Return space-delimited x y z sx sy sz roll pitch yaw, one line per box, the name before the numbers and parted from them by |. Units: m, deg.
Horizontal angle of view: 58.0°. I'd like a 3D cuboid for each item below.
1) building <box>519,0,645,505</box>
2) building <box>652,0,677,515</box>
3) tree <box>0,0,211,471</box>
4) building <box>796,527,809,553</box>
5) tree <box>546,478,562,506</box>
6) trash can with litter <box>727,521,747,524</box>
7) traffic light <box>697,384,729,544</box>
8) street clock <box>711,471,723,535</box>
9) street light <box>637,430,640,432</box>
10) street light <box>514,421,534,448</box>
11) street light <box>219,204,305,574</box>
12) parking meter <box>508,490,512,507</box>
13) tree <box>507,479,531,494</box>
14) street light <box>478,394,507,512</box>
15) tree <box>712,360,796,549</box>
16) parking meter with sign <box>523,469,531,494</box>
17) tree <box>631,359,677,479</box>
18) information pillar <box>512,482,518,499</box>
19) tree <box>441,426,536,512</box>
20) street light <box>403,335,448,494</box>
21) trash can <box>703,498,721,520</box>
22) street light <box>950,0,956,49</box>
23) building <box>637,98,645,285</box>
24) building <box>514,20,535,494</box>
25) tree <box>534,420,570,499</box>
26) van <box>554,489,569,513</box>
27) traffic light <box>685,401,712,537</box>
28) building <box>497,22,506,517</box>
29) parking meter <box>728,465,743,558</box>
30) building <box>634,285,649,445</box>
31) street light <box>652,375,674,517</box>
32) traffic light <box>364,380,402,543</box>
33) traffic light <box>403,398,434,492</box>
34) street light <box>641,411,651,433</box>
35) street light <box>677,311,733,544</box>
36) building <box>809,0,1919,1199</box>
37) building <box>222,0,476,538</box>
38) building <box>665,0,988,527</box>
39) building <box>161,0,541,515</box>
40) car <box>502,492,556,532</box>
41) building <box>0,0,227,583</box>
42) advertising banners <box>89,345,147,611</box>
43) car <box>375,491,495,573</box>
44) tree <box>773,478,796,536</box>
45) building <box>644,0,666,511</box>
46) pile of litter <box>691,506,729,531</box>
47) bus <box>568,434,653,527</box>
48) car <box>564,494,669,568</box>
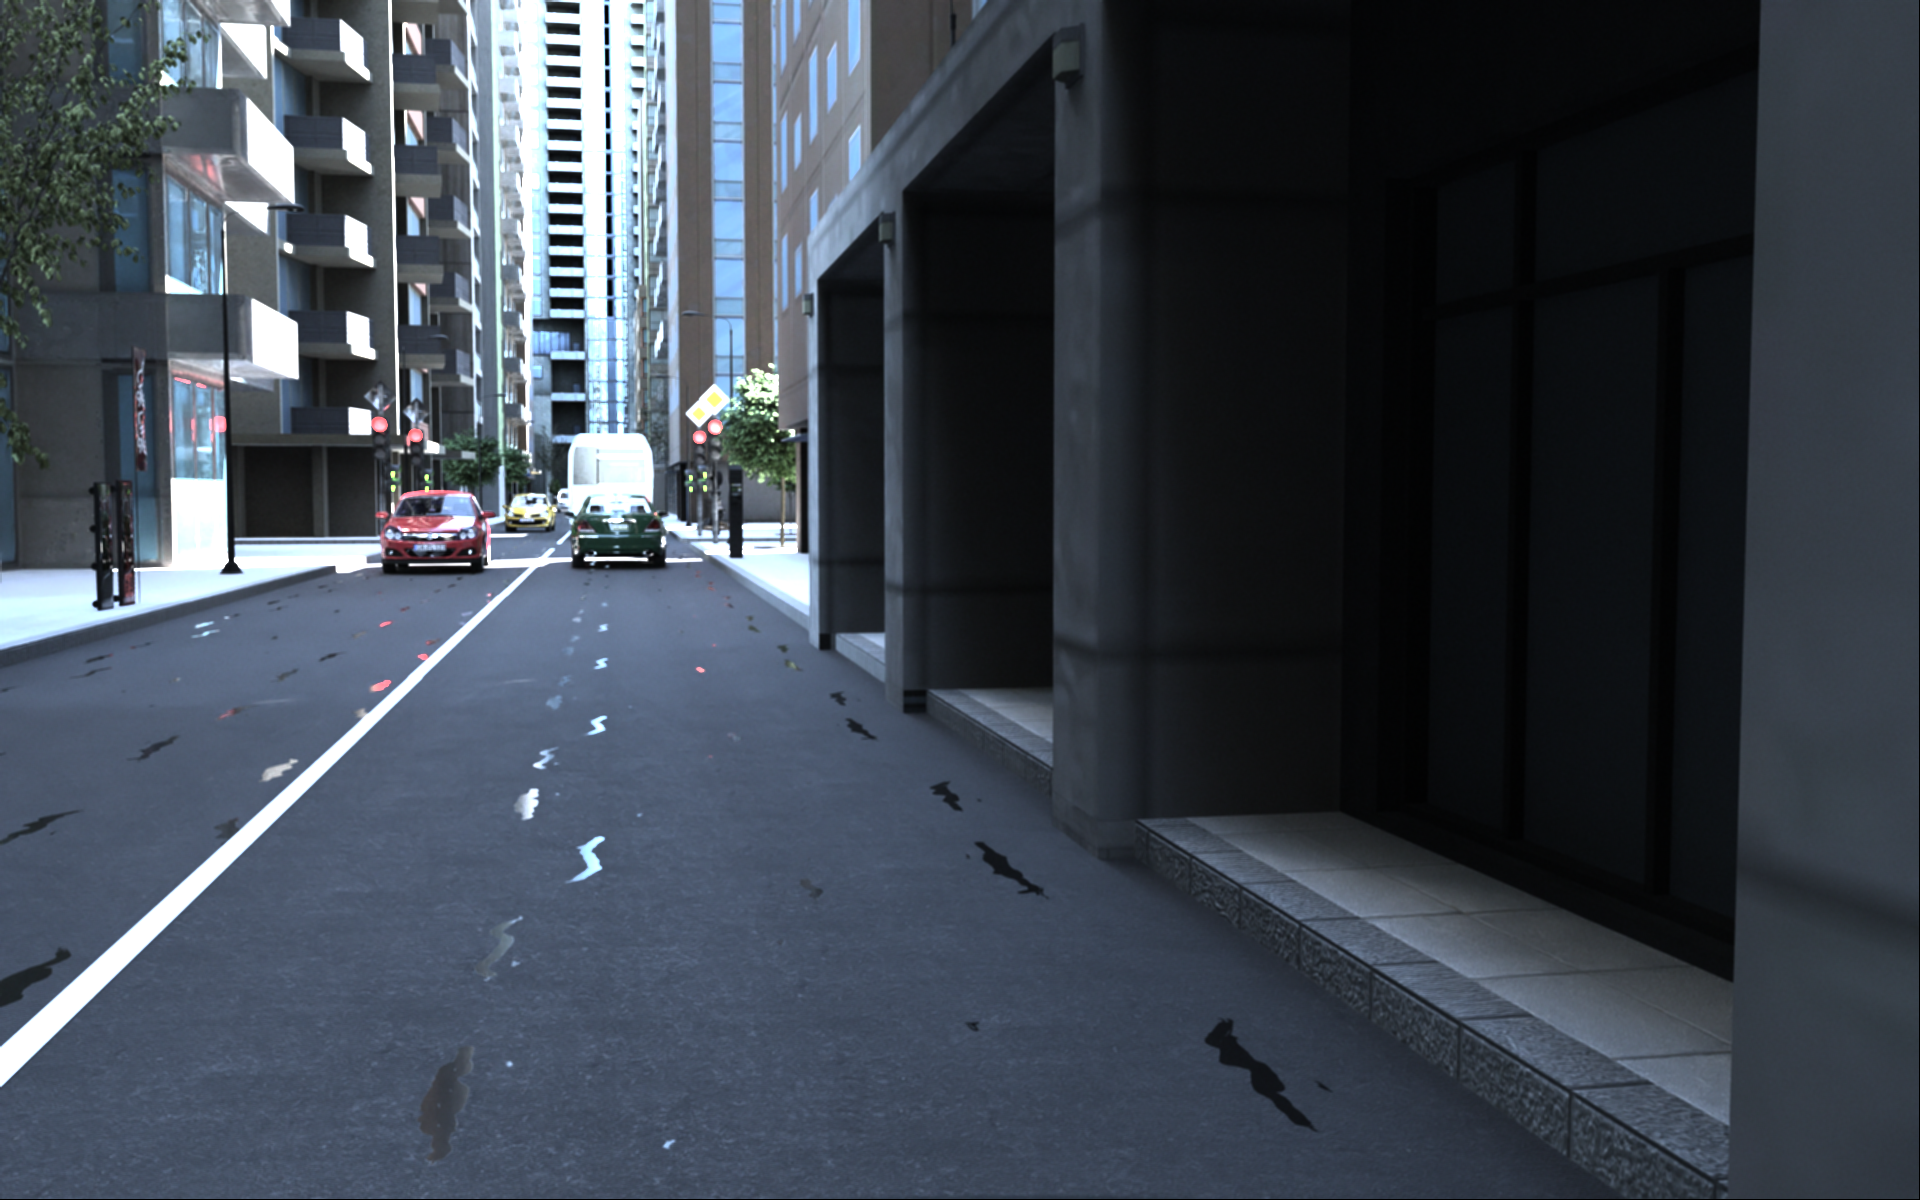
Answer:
building | -45.931 -55.231 215.695 31.000 86.520 22.319 -1 4 -11
building | -8.469 -30.149 112.542 23.786 49.044 30.456 -1 4 -11
tree | -9.620 -4.041 16.426 4.737 8.622 4.395 0 3 0
building | 4.108 -23.345 31.805 14.600 45.320 14.200 -1 4 -11
tree | -45.498 -12.321 196.044 1.663 3.219 1.824 0 3 0
trash can with litter | -10.049 -3.859 74.157 2.233 1.210 1.678 -1 4 -22
traffic light | -6.294 -3.390 44.347 0.839 4.253 0.868 -1 4 -11
street clock | -7.585 -3.011 53.803 0.358 2.002 0.471 -3 5 -39
street light | -22.831 -9.375 125.825 1.470 5.913 1.316 -1 4 -11
street light | -27.612 -8.379 109.533 1.470 5.913 1.316 -1 4 -11
street light | -11.186 -3.379 27.781 1.470 5.913 1.316 -1 4 -11
parking meter | -29.871 -6.709 115.409 0.399 1.863 0.255 1 4 19
tree | -29.123 -7.301 113.978 1.663 3.219 1.824 0 3 0
street light | -21.684 -6.588 80.262 1.470 5.913 1.316 -1 4 -11
tree | -4.214 -3.513 41.156 4.285 4.588 4.351 0 3 0
parking meter with sign | -30.206 -7.558 119.830 0.543 3.016 1.738 -2 4 -30
tree | -15.248 -8.715 92.851 4.360 8.622 3.978 0 3 0
information pillar | -26.347 -6.002 102.623 0.304 2.012 0.304 0 4 -3
tree | -23.474 -6.083 83.165 4.285 4.588 4.351 0 3 0
street light | -15.678 -4.782 50.727 1.470 5.913 1.316 -1 4 -11
trash can | -9.654 -3.419 67.547 0.748 1.137 0.748 0 3 0
street light | -0.594 -2.608 15.181 1.470 5.913 1.316 -1 4 -11
building | -28.734 -33.248 193.709 14.600 45.320 14.200 -1 4 -11
building | -46.938 -31.173 159.786 14.600 45.320 14.200 -1 4 -11
tree | -41.139 -13.681 174.041 4.360 8.622 3.978 0 3 0
van | -30.395 -7.783 134.258 2.013 2.044 4.112 -1 4 -12
traffic light | -7.870 -3.869 52.176 0.839 4.253 0.868 -1 4 -11
building | -31.772 -24.895 90.635 14.154 41.232 14.086 -1 4 -11
parking meter | -4.494 -1.774 34.710 0.255 1.863 0.399 -1 4 -12
building | -15.822 -19.272 160.134 27.650 21.520 28.899 -1 4 -11
street light | -11.168 -5.820 67.699 1.470 5.913 1.316 -1 4 -11
traffic light | -14.243 -3.292 42.737 0.839 4.253 0.868 -1 4 -11
traffic light | -15.819 -3.770 50.566 0.839 4.253 0.868 -1 4 -11
street light | -16.985 -7.606 96.902 1.470 5.913 1.316 -1 4 -11
street light | -6.382 -4.390 44.317 1.470 5.913 1.316 -1 4 -11
building | 10.578 -34.752 6.448 20.563 71.187 20.611 -1 4 -11
building | -29.410 -24.854 60.992 22.147 44.769 28.867 -1 4 -11
building | -6.758 -26.423 82.123 14.600 45.320 14.200 -1 4 -11
building | -45.860 -31.607 136.382 23.786 49.044 30.456 -1 4 -11
car | -16.530 -3.451 66.643 2.015 1.641 3.980 -1 4 -10
building | -27.289 -24.848 25.871 30.456 49.044 23.786 -1 4 -11
advertising banners | -9.609 -1.448 19.869 0.090 3.025 2.074 -1 4 -9
car | -9.917 -1.458 32.887 2.155 1.783 4.494 -1 4 -13
tree | -5.351 -3.624 53.855 1.663 3.219 1.824 0 3 0
building | -17.739 -27.741 137.164 14.154 41.232 14.086 -1 4 -11
pile of litter | -8.596 -2.879 61.030 1.719 0.858 1.176 2 4 24
bus | -11.995 -3.972 59.796 2.948 3.499 13.247 -1 4 -11
car | -6.981 -1.435 35.268 2.131 1.459 4.920 -1 4 -12
